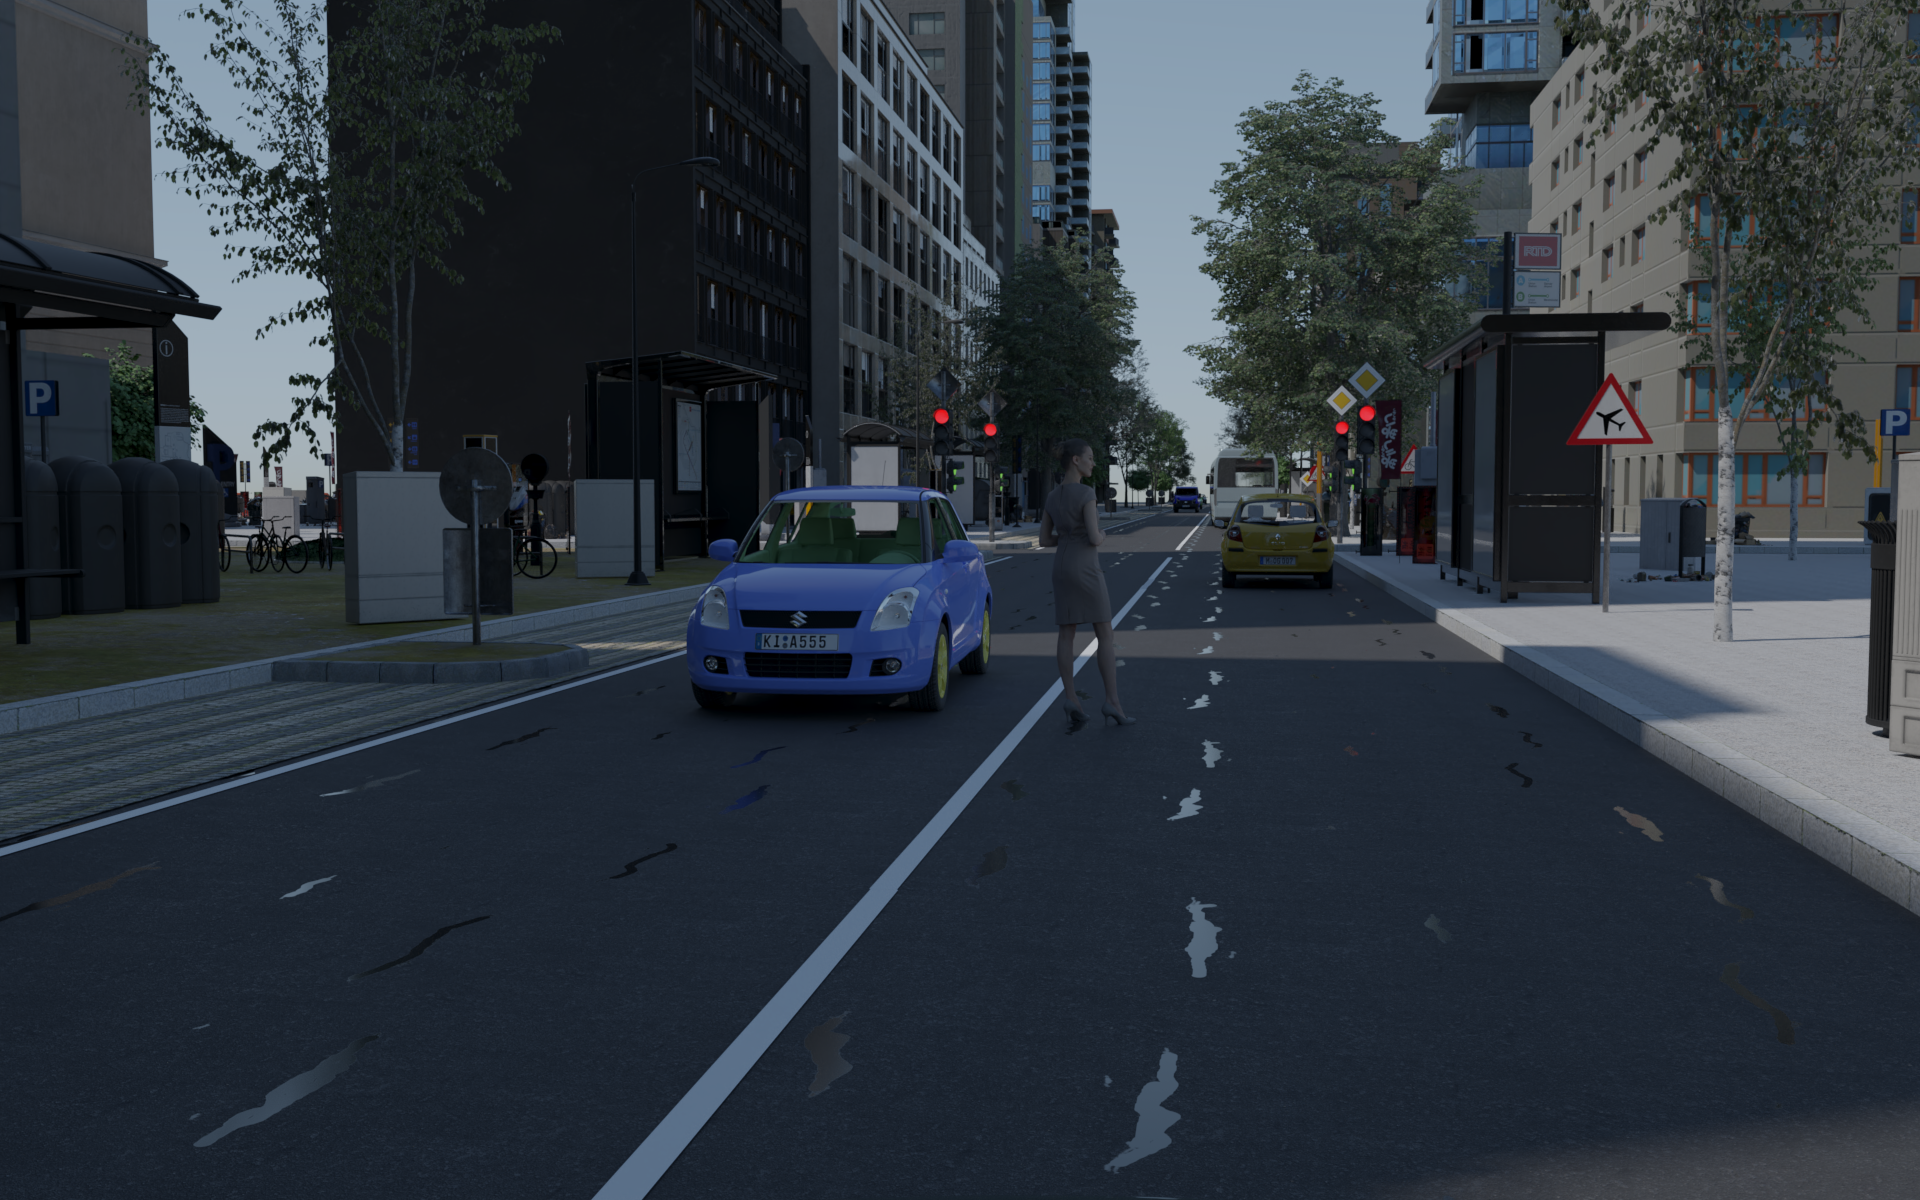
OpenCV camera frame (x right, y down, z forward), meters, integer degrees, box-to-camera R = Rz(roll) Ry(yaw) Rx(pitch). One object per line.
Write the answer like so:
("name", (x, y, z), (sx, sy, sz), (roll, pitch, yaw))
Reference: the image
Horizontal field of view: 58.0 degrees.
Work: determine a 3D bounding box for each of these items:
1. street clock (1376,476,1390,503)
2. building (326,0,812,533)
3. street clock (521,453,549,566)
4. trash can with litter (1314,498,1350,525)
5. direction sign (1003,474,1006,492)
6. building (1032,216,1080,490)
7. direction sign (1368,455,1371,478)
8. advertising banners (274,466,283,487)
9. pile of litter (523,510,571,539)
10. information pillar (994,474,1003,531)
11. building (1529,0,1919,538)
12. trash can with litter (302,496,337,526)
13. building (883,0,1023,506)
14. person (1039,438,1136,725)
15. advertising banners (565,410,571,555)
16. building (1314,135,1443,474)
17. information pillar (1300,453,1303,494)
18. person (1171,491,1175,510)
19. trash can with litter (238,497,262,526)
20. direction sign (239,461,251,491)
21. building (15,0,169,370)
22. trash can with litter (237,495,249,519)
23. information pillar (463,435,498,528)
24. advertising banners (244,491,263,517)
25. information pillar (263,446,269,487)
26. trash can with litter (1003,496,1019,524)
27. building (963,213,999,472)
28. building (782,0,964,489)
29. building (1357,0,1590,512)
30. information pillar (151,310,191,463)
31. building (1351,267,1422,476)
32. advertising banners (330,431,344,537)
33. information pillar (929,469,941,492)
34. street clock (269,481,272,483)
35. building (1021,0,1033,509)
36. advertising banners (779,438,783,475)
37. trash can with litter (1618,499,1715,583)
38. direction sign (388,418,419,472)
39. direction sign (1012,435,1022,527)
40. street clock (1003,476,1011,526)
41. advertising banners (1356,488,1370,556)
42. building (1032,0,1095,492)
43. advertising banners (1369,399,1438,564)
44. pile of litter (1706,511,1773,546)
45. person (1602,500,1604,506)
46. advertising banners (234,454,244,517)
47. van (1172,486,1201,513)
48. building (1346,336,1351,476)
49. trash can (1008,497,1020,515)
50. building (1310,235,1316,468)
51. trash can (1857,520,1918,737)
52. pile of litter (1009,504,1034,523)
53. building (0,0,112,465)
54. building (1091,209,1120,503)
("street clock", (16.668, -3.896, 68.268), (0.471, 2.002, 0.358), (-1, 4, -17))
("building", (-13.325, -14.301, 63.494), (12.332, 23.373, 15.834), (1, 4, 9))
("street clock", (-7.600, -1.617, 31.015), (0.471, 2.002, 0.358), (0, 4, -4))
("trash can with litter", (15.223, -3.751, 72.383), (2.233, 1.210, 1.678), (1, 4, 17))
("direction sign", (3.111, -7.941, 121.825), (0.379, 3.537, 0.876), (1, 4, 18))
("building", (4.960, -25.125, 182.493), (14.160, 30.474, 14.107), (1, 4, 9))
("direction sign", (20.069, -5.715, 85.434), (0.379, 3.537, 0.876), (0, 4, -8))
("advertising banners", (-42.290, -6.934, 109.561), (2.074, 3.025, 0.090), (-3, 4, -36))
("pile of litter", (-12.015, -2.182, 49.634), (1.719, 0.858, 1.176), (1, 4, 22))
("information pillar", (1.339, -3.437, 60.691), (0.304, 2.012, 0.304), (0, 4, -2))
("building", (37.532, -13.245, 61.592), (28.899, 21.520, 27.650), (1, 4, 9))
("trash can with litter", (-25.520, -3.579, 69.577), (2.233, 1.210, 1.678), (-1, 4, -16))
("building", (-3.057, -27.306, 130.048), (14.154, 41.232, 14.086), (1, 4, 9))
("person", (0.793, -0.125, 10.886), (0.374, 1.781, 0.599), (-3, 5, -40))
("advertising banners", (-8.363, -2.495, 36.985), (0.090, 3.025, 2.074), (-1, 4, -15))
("building", (51.643, -34.585, 215.569), (14.600, 45.320, 14.200), (1, 4, 9))
("information pillar", (18.063, -6.139, 91.732), (0.183, 3.616, 0.504), (1, 4, 17))
("person", (18.867, -8.800, 153.323), (0.756, 1.711, 0.436), (-3, 4, -36))
("trash can with litter", (-28.923, -3.610, 70.407), (1.055, 1.170, 0.624), (0, 3, 0))
("direction sign", (-48.552, -7.687, 117.679), (0.379, 3.537, 0.876), (2, 4, 25))
("building", (-43.729, -17.168, 66.599), (20.117, 28.700, 13.634), (1, 4, 9))
("trash can with litter", (-36.838, -4.689, 87.718), (1.678, 1.210, 2.233), (1, 4, 23))
("information pillar", (-5.979, -1.049, 21.646), (0.304, 2.012, 0.304), (1, 4, 18))
("advertising banners", (-40.028, -6.163, 96.959), (2.074, 3.025, 0.090), (0, 4, -2))
("information pillar", (-34.146, -5.742, 85.240), (0.183, 3.616, 0.504), (0, 4, 1))
("trash can with litter", (1.741, -3.924, 75.213), (1.678, 1.210, 2.233), (1, 4, 19))
("building", (-3.648, -15.843, 113.787), (10.420, 20.320, 16.860), (1, 4, 9))
("building", (-11.886, -17.406, 89.104), (19.350, 26.468, 34.151), (1, 4, 9))
("building", (35.850, -48.117, 99.376), (22.319, 86.520, 31.000), (1, 4, 9))
("information pillar", (-9.683, -1.831, 21.291), (0.183, 3.616, 0.504), (2, 4, 24))
("building", (47.216, -18.068, 140.450), (27.650, 21.520, 28.899), (1, 4, 9))
("advertising banners", (-17.682, -3.247, 49.282), (0.090, 3.025, 2.074), (-1, 4, -9))
("information pillar", (-0.717, -2.887, 51.698), (0.304, 2.012, 0.304), (3, 5, 41))
("street clock", (-39.522, -5.803, 99.451), (0.471, 2.002, 0.358), (-3, 5, -40))
("building", (-1.614, -30.206, 143.984), (14.600, 45.320, 14.200), (1, 4, 9))
("advertising banners", (-6.306, -3.576, 54.659), (2.074, 3.025, 0.090), (3, 5, 41))
("trash can with litter", (10.560, -0.902, 25.800), (2.233, 1.210, 1.678), (-2, 4, -29))
("direction sign", (-16.630, -3.658, 51.799), (0.876, 3.537, 0.379), (0, 4, -6))
("direction sign", (2.193, -4.565, 66.640), (0.379, 3.537, 0.876), (-1, 4, -20))
("street clock", (1.909, -4.019, 70.274), (0.358, 2.002, 0.471), (0, 4, 7))
("advertising banners", (9.258, -2.425, 35.833), (2.074, 3.025, 0.090), (0, 4, 2))
("building", (7.255, -56.034, 228.834), (22.319, 86.520, 31.000), (1, 4, 9))
("advertising banners", (8.564, -2.171, 31.686), (2.074, 3.025, 0.090), (2, 4, 35))
("pile of litter", (19.595, -1.817, 43.668), (1.176, 0.858, 1.719), (-1, 4, -20))
("person", (15.222, -2.021, 41.725), (0.537, 1.800, 0.526), (1, 4, 14))
("advertising banners", (-31.736, -4.765, 74.098), (0.090, 3.025, 2.074), (2, 4, 31))
("van", (17.583, -7.941, 134.223), (2.240, 2.365, 5.245), (1, 4, 9))
("building", (52.677, -19.802, 168.797), (27.650, 21.520, 28.899), (1, 4, 9))
("trash can", (2.597, -4.520, 85.555), (0.748, 1.137, 0.748), (0, 3, 0))
("building", (56.429, -34.244, 243.489), (14.154, 41.232, 14.086), (1, 4, 9))
("trash can", (5.118, 0.156, 9.099), (0.748, 1.137, 0.748), (0, 3, 0))
("pile of litter", (2.866, -3.953, 78.593), (1.719, 0.858, 1.176), (-3, 5, -43))
("building", (-27.214, -35.646, 21.067), (20.611, 71.187, 20.563), (1, 4, 9))
("building", (12.350, -37.011, 259.759), (22.147, 44.769, 28.867), (1, 4, 9))
